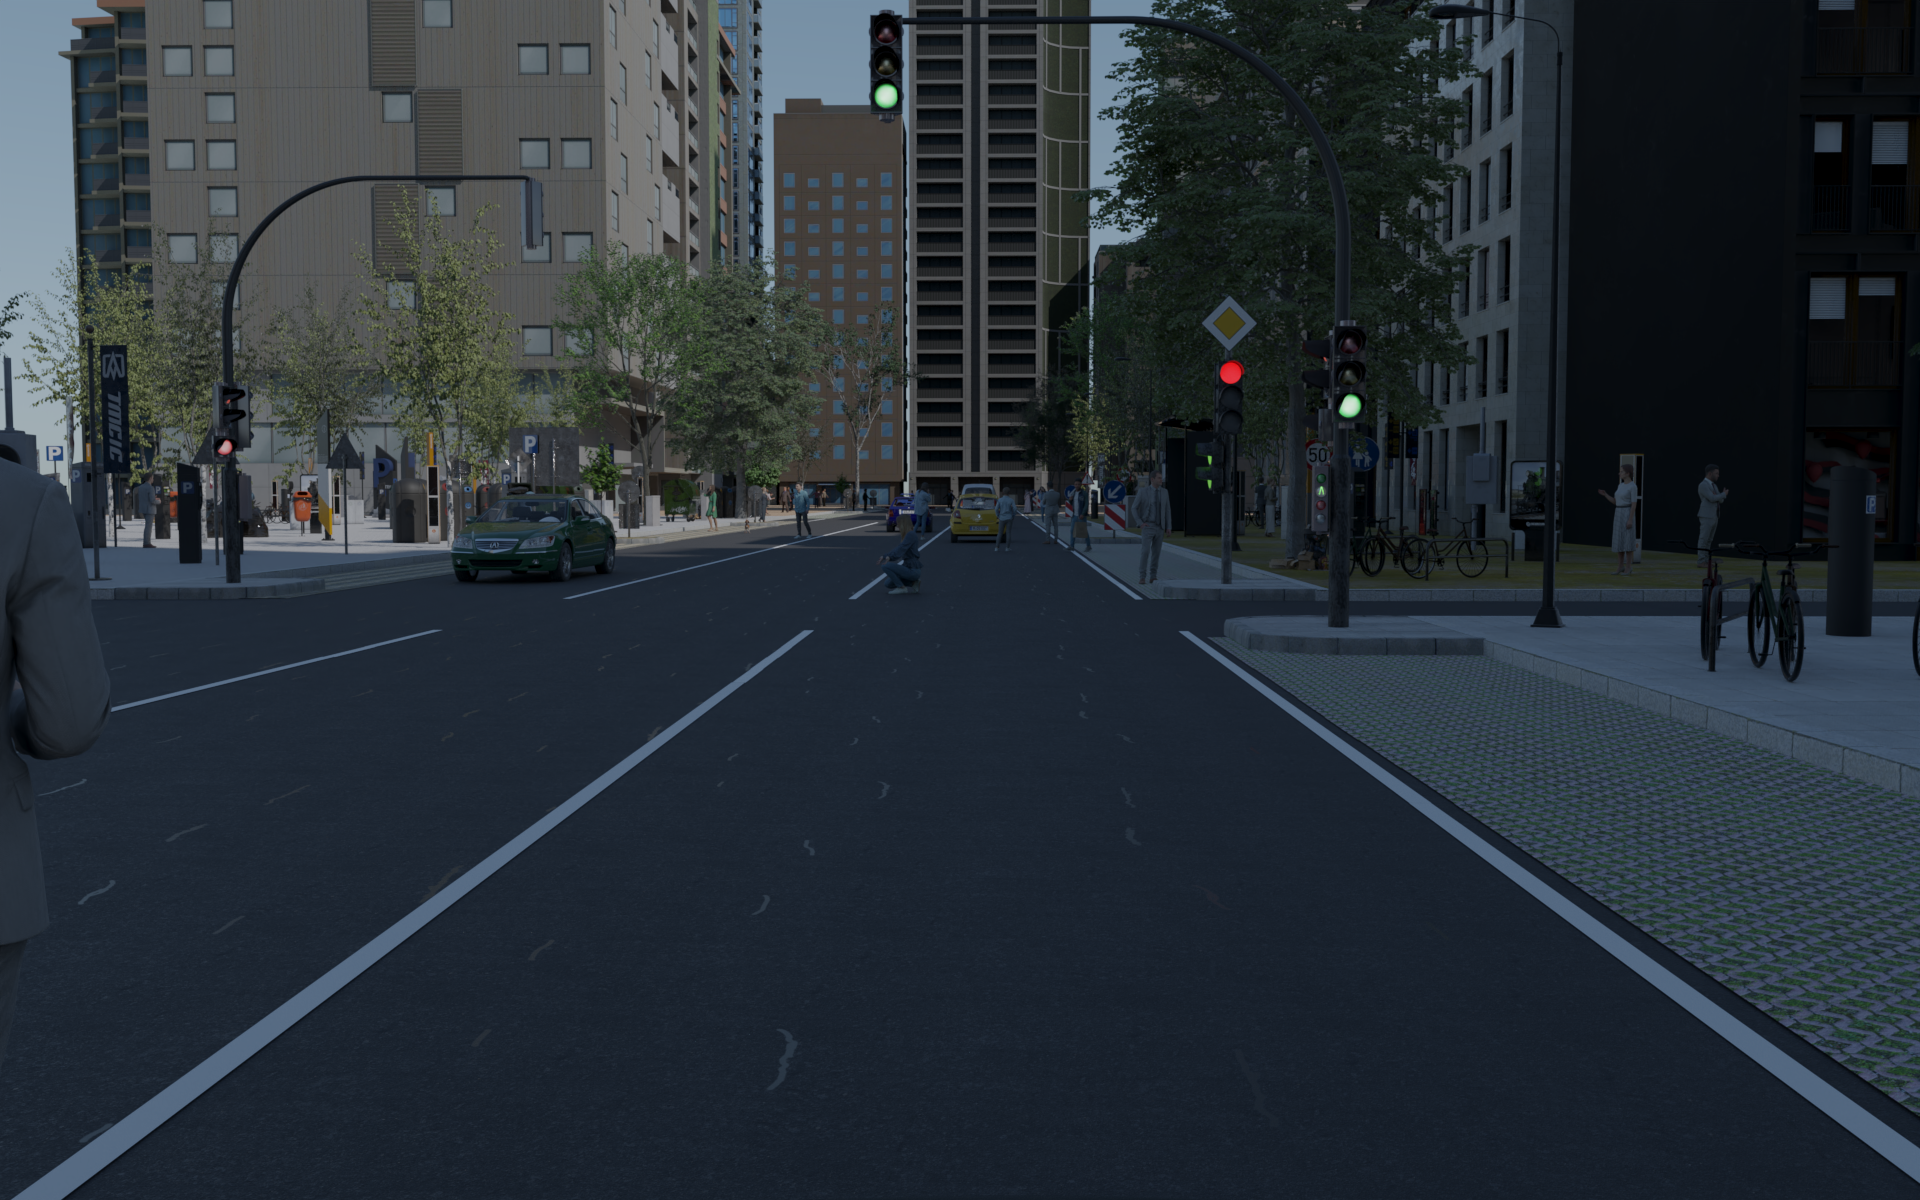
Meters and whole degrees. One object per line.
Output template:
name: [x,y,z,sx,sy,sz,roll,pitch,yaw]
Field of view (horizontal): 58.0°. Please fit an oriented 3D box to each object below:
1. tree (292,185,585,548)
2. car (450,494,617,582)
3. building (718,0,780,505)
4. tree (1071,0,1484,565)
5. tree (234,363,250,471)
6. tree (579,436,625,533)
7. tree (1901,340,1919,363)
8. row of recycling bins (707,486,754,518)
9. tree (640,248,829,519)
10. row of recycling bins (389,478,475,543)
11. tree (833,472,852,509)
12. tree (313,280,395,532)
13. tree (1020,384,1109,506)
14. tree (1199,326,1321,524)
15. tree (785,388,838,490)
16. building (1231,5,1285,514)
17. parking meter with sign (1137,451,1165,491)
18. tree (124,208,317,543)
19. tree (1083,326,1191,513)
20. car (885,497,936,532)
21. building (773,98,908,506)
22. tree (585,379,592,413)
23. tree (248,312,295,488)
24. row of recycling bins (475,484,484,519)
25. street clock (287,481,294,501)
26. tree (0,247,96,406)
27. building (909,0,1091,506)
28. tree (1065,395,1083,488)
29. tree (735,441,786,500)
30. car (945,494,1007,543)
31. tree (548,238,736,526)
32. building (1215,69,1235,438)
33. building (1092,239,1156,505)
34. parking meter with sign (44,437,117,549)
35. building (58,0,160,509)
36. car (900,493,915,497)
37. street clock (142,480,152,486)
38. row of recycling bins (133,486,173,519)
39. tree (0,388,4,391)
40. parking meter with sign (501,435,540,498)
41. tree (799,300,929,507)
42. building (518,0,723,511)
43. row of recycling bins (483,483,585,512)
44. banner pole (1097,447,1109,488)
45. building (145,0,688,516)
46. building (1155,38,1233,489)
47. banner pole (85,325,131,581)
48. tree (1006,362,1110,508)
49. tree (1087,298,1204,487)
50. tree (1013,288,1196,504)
tree: [-12.299,-5.548,41.078,4.737,8.622,4.395,0,3,0]
car: [-7.263,-1.105,29.871,2.131,1.459,4.920,0,4,3]
building: [-36.023,-54.389,201.934,31.000,86.520,22.319,0,4,1]
tree: [5.743,-6.920,31.263,7.486,12.596,7.792,0,3,0]
tree: [-27.009,-6.538,57.252,4.737,8.622,4.395,0,3,0]
tree: [-11.851,-3.859,57.703,1.663,3.219,1.824,0,3,0]
tree: [6.198,-0.906,9.411,1.663,3.219,1.824,0,3,0]
row of recycling bins: [-12.371,-5.280,93.445,1.069,1.692,3.534,2,4,34]
tree: [-11.513,-11.198,89.749,9.857,13.997,8.962,0,3,0]
row of recycling bins: [-14.408,-2.434,46.901,1.069,1.692,3.534,0,4,6]
tree: [-10.062,-9.466,149.362,1.663,3.219,1.824,0,3,0]
tree: [-21.222,-6.612,58.472,4.360,8.622,3.978,0,3,0]
tree: [8.522,-12.958,146.282,7.601,10.594,8.767,2,4,30]
tree: [13.146,-7.788,77.689,4.737,8.622,4.395,0,3,0]
tree: [-10.859,-10.435,120.973,4.360,8.622,3.978,0,3,0]
building: [27.914,-41.458,116.096,20.563,71.187,20.611,0,4,1]
parking meter with sign: [7.589,-4.530,70.322,0.543,3.016,1.738,-3,5,-40]
tree: [-19.776,-5.804,45.261,4.360,8.622,3.978,0,3,0]
tree: [7.581,-7.537,73.589,4.737,8.622,4.395,0,3,0]
car: [-1.908,-3.270,66.043,1.945,1.354,3.894,0,4,0]
building: [-13.398,-33.595,199.391,14.200,45.320,14.600,0,4,1]
tree: [-21.917,-8.749,93.405,4.737,8.622,4.395,0,3,0]
tree: [-25.243,-7.149,67.252,4.737,8.622,4.395,0,3,0]
row of recycling bins: [-19.999,-3.929,71.349,3.534,1.692,1.069,-3,4,-38]
street clock: [-37.688,-5.684,97.496,0.358,2.002,0.471,-3,5,-39]
tree: [-25.391,-6.173,51.296,4.737,8.622,4.395,0,3,0]
building: [4.771,-46.642,200.850,20.611,71.187,20.563,0,4,1]
tree: [8.936,-10.199,117.108,4.737,8.622,4.395,0,3,0]
tree: [-12.107,-7.406,104.800,4.285,4.588,4.351,0,3,0]
car: [0.562,-2.577,52.358,2.015,1.641,3.980,0,4,0]
tree: [-12.803,-8.847,70.400,9.928,11.665,9.643,0,3,0]
building: [34.197,-27.358,139.183,32.217,40.220,23.993,0,4,1]
building: [22.522,-26.121,198.777,14.107,30.474,14.160,0,4,1]
parking meter with sign: [-20.708,-2.740,41.058,0.543,3.016,1.738,1,4,19]
building: [-62.406,-30.652,155.792,28.867,44.769,22.147,0,4,1]
car: [-4.479,-8.423,147.315,1.945,1.707,3.694,0,4,1]
street clock: [-41.353,-5.111,88.140,0.471,2.002,0.358,-2,4,-27]
row of recycling bins: [-42.020,-5.093,90.391,1.069,1.692,3.534,0,4,-1]
tree: [-32.840,-6.383,54.719,4.360,8.622,3.978,0,3,0]
parking meter with sign: [-12.985,-3.308,50.344,0.543,3.016,1.738,2,4,25]
tree: [-8.509,-19.071,167.700,12.611,20.169,13.585,0,3,0]
building: [-26.663,-27.574,134.422,14.154,41.232,14.086,0,4,1]
row of recycling bins: [-15.769,-3.508,64.463,3.534,1.692,1.069,-1,4,-19]
banner pole: [7.662,-6.253,92.245,0.863,3.779,0.401,2,4,34]
building: [-33.716,-32.062,113.453,28.713,52.752,27.495,0,4,1]
building: [24.919,-29.082,159.089,14.154,41.232,14.086,0,4,1]
banner pole: [-12.635,-2.180,25.652,0.863,3.779,0.401,1,4,13]
tree: [9.206,-15.318,160.823,12.009,13.543,11.850,0,3,0]
tree: [7.024,-6.862,62.564,4.360,8.622,3.978,0,3,0]
tree: [8.218,-9.845,86.716,9.928,11.665,9.643,0,3,0]
